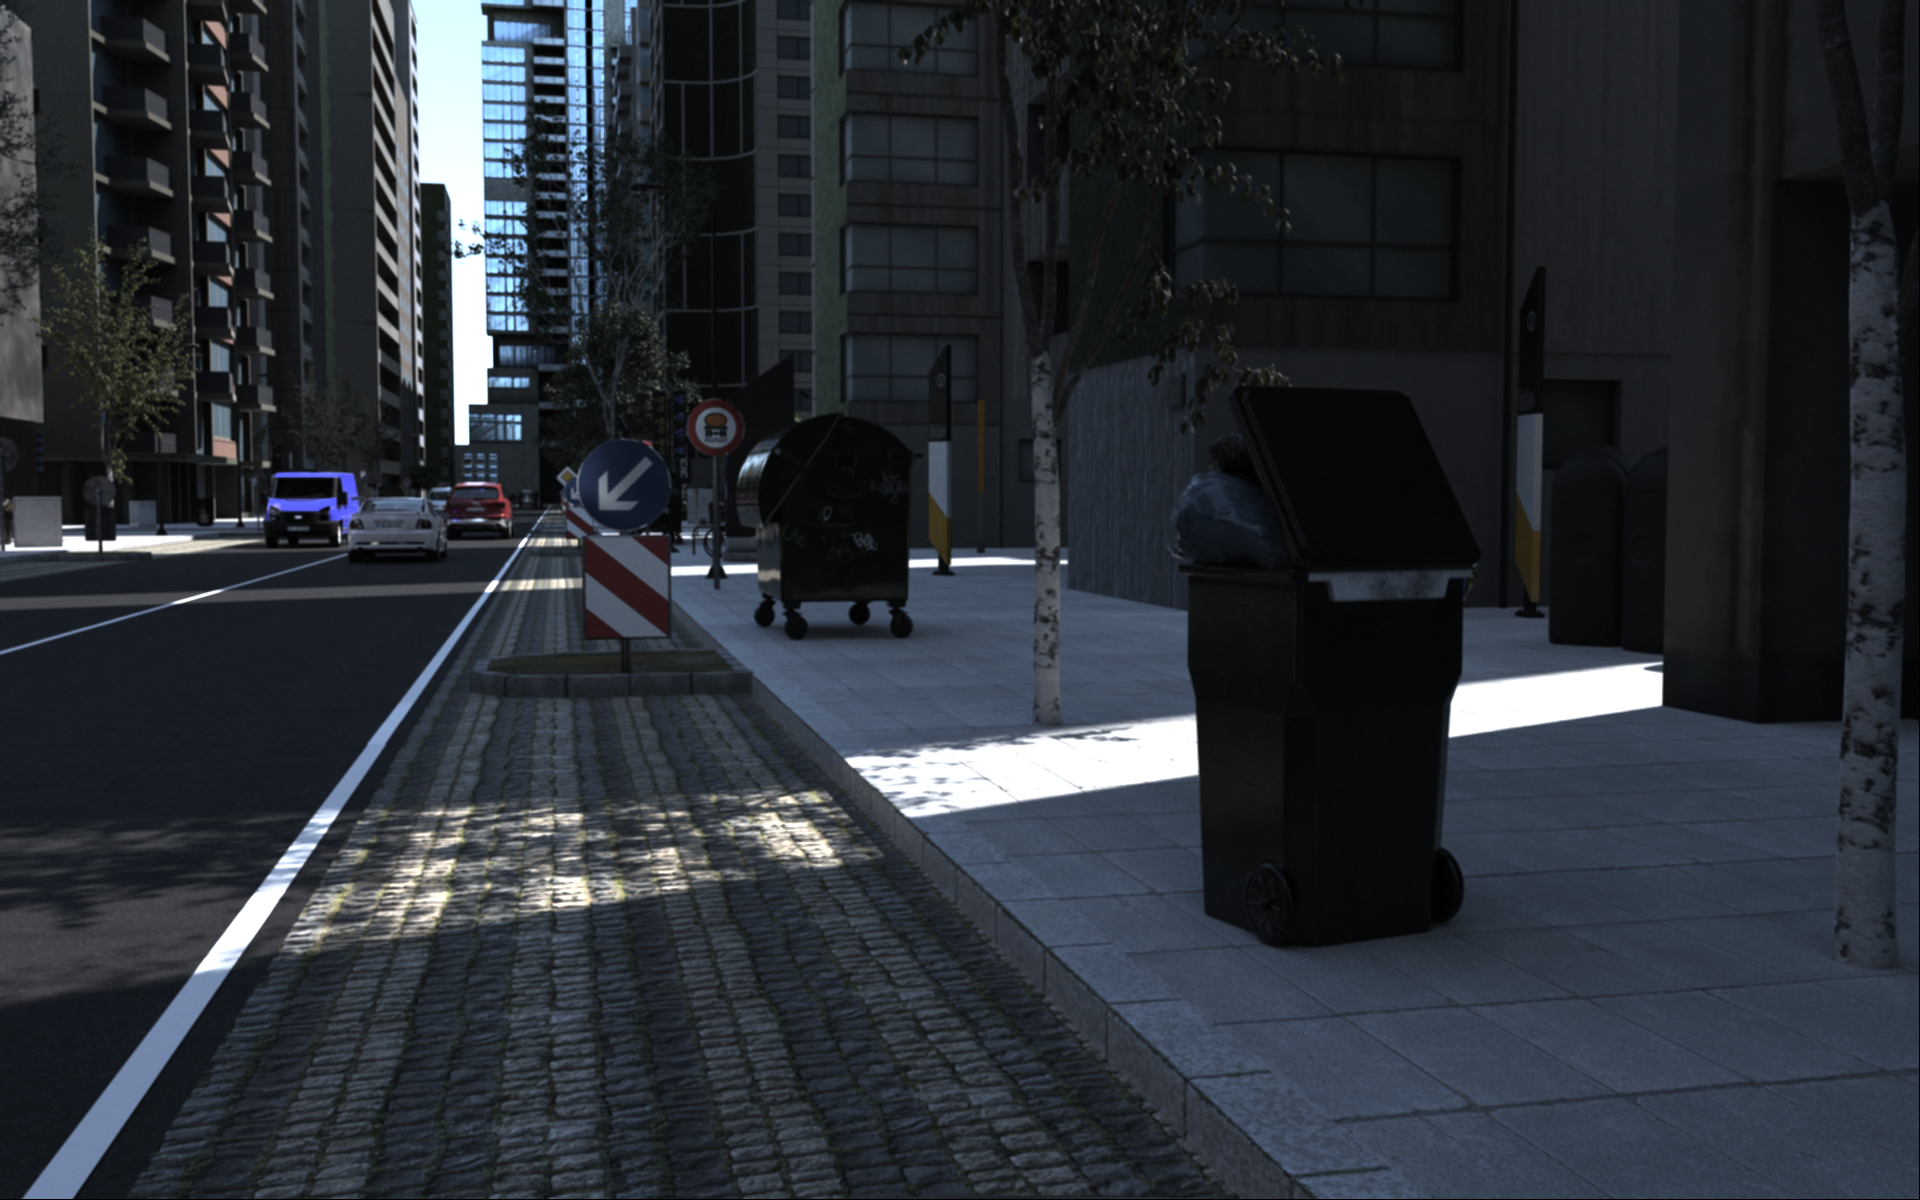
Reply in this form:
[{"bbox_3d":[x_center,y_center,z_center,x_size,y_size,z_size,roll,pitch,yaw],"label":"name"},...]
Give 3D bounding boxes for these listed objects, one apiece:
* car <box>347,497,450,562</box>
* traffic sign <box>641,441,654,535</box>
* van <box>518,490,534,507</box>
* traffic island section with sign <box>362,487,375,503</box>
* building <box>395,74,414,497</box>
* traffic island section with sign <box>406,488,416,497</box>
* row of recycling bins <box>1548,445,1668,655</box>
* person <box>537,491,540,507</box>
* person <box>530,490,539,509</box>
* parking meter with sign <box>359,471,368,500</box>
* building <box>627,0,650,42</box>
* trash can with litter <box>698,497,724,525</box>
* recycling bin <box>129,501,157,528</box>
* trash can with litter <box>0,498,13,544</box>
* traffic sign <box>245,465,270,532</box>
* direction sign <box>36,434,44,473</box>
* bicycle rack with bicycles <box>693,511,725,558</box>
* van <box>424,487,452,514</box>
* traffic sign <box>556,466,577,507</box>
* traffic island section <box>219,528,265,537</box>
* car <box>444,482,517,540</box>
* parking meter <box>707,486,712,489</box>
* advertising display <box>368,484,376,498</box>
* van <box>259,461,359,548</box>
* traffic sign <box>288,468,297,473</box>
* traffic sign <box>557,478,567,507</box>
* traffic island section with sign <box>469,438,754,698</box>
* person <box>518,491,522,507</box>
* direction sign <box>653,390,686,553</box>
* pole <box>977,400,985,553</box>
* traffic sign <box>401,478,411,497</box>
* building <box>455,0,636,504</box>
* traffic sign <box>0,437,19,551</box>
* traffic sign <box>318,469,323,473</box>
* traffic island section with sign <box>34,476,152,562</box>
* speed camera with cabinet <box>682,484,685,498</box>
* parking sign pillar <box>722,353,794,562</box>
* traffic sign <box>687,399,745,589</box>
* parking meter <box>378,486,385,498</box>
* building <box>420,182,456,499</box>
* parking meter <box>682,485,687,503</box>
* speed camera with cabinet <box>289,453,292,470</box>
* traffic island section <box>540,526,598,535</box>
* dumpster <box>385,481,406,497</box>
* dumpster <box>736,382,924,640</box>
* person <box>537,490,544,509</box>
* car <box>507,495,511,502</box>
[{"bbox_3d":[-12.313,-1.570,38.024,2.083,1.381,4.827,-1,4,-13],"label":"car"},{"bbox_3d":[-7.469,-2.522,41.343,0.768,2.556,0.104,-1,4,-11],"label":"traffic sign"},{"bbox_3d":[-49.588,-11.698,198.278,2.013,2.044,4.112,-1,4,-13],"label":"van"},{"bbox_3d":[-31.092,-5.045,91.118,1.989,1.847,2.006,-1,4,-13],"label":"traffic island section with sign"},{"bbox_3d":[-64.736,-32.383,179.574,14.600,45.320,14.200,-1,4,-13],"label":"building"},{"bbox_3d":[-37.275,-6.677,117.802,1.989,1.847,2.006,-1,4,-13],"label":"traffic island section with sign"},{"bbox_3d":[6.128,-0.402,13.690,1.069,1.692,3.534,-2,4,-29],"label":"row of recycling bins"},{"bbox_3d":[-45.594,-10.867,186.852,0.551,1.740,0.621,-2,4,-32],"label":"person"},{"bbox_3d":[-40.967,-9.712,167.427,1.348,1.807,0.705,-3,5,-40],"label":"person"},{"bbox_3d":[-44.932,-8.276,131.577,1.738,3.016,0.543,3,5,42],"label":"parking meter with sign"},{"bbox_3d":[-22.665,-33.793,172.125,23.786,49.044,30.456,-1,4,-13],"label":"building"},{"bbox_3d":[-10.421,-3.717,72.156,1.055,1.170,0.624,-2,4,-23],"label":"trash can with litter"},{"bbox_3d":[-31.355,-3.296,66.442,0.722,1.027,0.722,3,4,36],"label":"recycling bin"},{"bbox_3d":[-24.317,-1.970,43.590,0.624,1.170,1.055,1,4,21],"label":"trash can with litter"},{"bbox_3d":[-24.014,-3.401,59.241,0.795,2.450,0.064,-1,4,-13],"label":"traffic sign"},{"bbox_3d":[-35.095,-4.505,65.655,0.876,3.537,0.379,1,4,12],"label":"direction sign"},{"bbox_3d":[-4.227,-1.383,35.988,2.925,0.926,2.852,-2,4,-25],"label":"bicycle rack with bicycles"},{"bbox_3d":[-31.471,-5.998,105.080,2.013,2.044,4.112,-1,4,-14],"label":"van"},{"bbox_3d":[-13.931,-3.542,61.548,0.795,2.450,0.064,-1,4,-13],"label":"traffic sign"},{"bbox_3d":[-24.035,-2.264,59.297,2.009,0.180,2.903,-1,4,-13],"label":"traffic island section"},{"bbox_3d":[-15.582,-2.909,56.234,2.281,1.827,5.304,-1,4,-12],"label":"car"},{"bbox_3d":[-17.043,-6.849,117.691,0.399,1.863,0.255,0,3,0],"label":"parking meter"},{"bbox_3d":[-37.473,-6.433,110.401,0.123,1.923,0.974,0,4,6],"label":"advertising display"},{"bbox_3d":[-17.971,-2.675,48.116,2.240,2.365,5.245,-1,4,-12],"label":"van"},{"bbox_3d":[-25.817,-3.876,67.020,0.795,2.450,0.064,-1,4,-13],"label":"traffic sign"},{"bbox_3d":[-15.734,-4.017,69.327,0.795,2.450,0.064,-1,4,-13],"label":"traffic sign"},{"bbox_3d":[-2.658,-0.271,13.056,1.989,1.847,2.006,-1,4,-13],"label":"traffic island section with sign"},{"bbox_3d":[-48.730,-11.210,191.881,0.705,1.812,1.348,0,4,-1],"label":"person"},{"bbox_3d":[-6.359,-2.813,37.995,0.876,3.537,0.379,2,4,29],"label":"direction sign"},{"bbox_3d":[0.457,-2.672,37.529,0.158,3.312,0.155,0,3,0],"label":"pole"},{"bbox_3d":[-43.899,-8.394,137.348,0.768,2.556,0.104,-1,4,-11],"label":"traffic sign"},{"bbox_3d":[-52.640,-56.475,236.038,31.000,86.520,22.319,-1,4,-13],"label":"building"},{"bbox_3d":[-21.568,-2.376,38.957,0.768,2.556,0.104,0,4,-5],"label":"traffic sign"},{"bbox_3d":[-33.125,-5.488,89.727,0.884,2.594,0.081,0,4,-5],"label":"traffic sign"},{"bbox_3d":[-18.618,-1.756,37.337,1.989,1.847,2.006,-1,4,-13],"label":"traffic island section with sign"},{"bbox_3d":[-14.702,-6.122,94.423,2.038,3.252,0.660,0,4,-1],"label":"speed camera with cabinet"},{"bbox_3d":[-3.846,-2.737,33.221,1.447,3.967,1.447,-1,4,-13],"label":"parking sign pillar"},{"bbox_3d":[-3.273,-1.415,23.248,0.768,2.556,0.104,-1,4,-11],"label":"traffic sign"},{"bbox_3d":[-40.996,-7.160,122.780,0.255,1.863,0.399,2,4,28],"label":"parking meter"},{"bbox_3d":[-74.328,-33.332,228.580,14.086,41.232,14.154,-1,4,-13],"label":"building"},{"bbox_3d":[-17.288,-6.300,108.723,0.255,1.863,0.399,-1,4,-15],"label":"parking meter"},{"bbox_3d":[-31.511,-5.375,82.219,0.660,3.252,2.038,-2,4,-25],"label":"speed camera with cabinet"},{"bbox_3d":[-13.910,-2.407,61.630,2.009,0.180,2.903,-1,4,-13],"label":"traffic island section"},{"bbox_3d":[-43.044,-7.914,131.880,1.502,2.255,1.985,-1,4,-13],"label":"dumpster"},{"bbox_3d":[-1.222,-0.828,16.030,1.502,2.255,1.985,-1,4,-13],"label":"dumpster"},{"bbox_3d":[-39.820,-9.547,164.561,0.705,1.831,1.348,1,4,13],"label":"person"},{"bbox_3d":[-54.250,-11.820,205.840,1.945,1.354,3.894,-1,4,-13],"label":"car"}]
